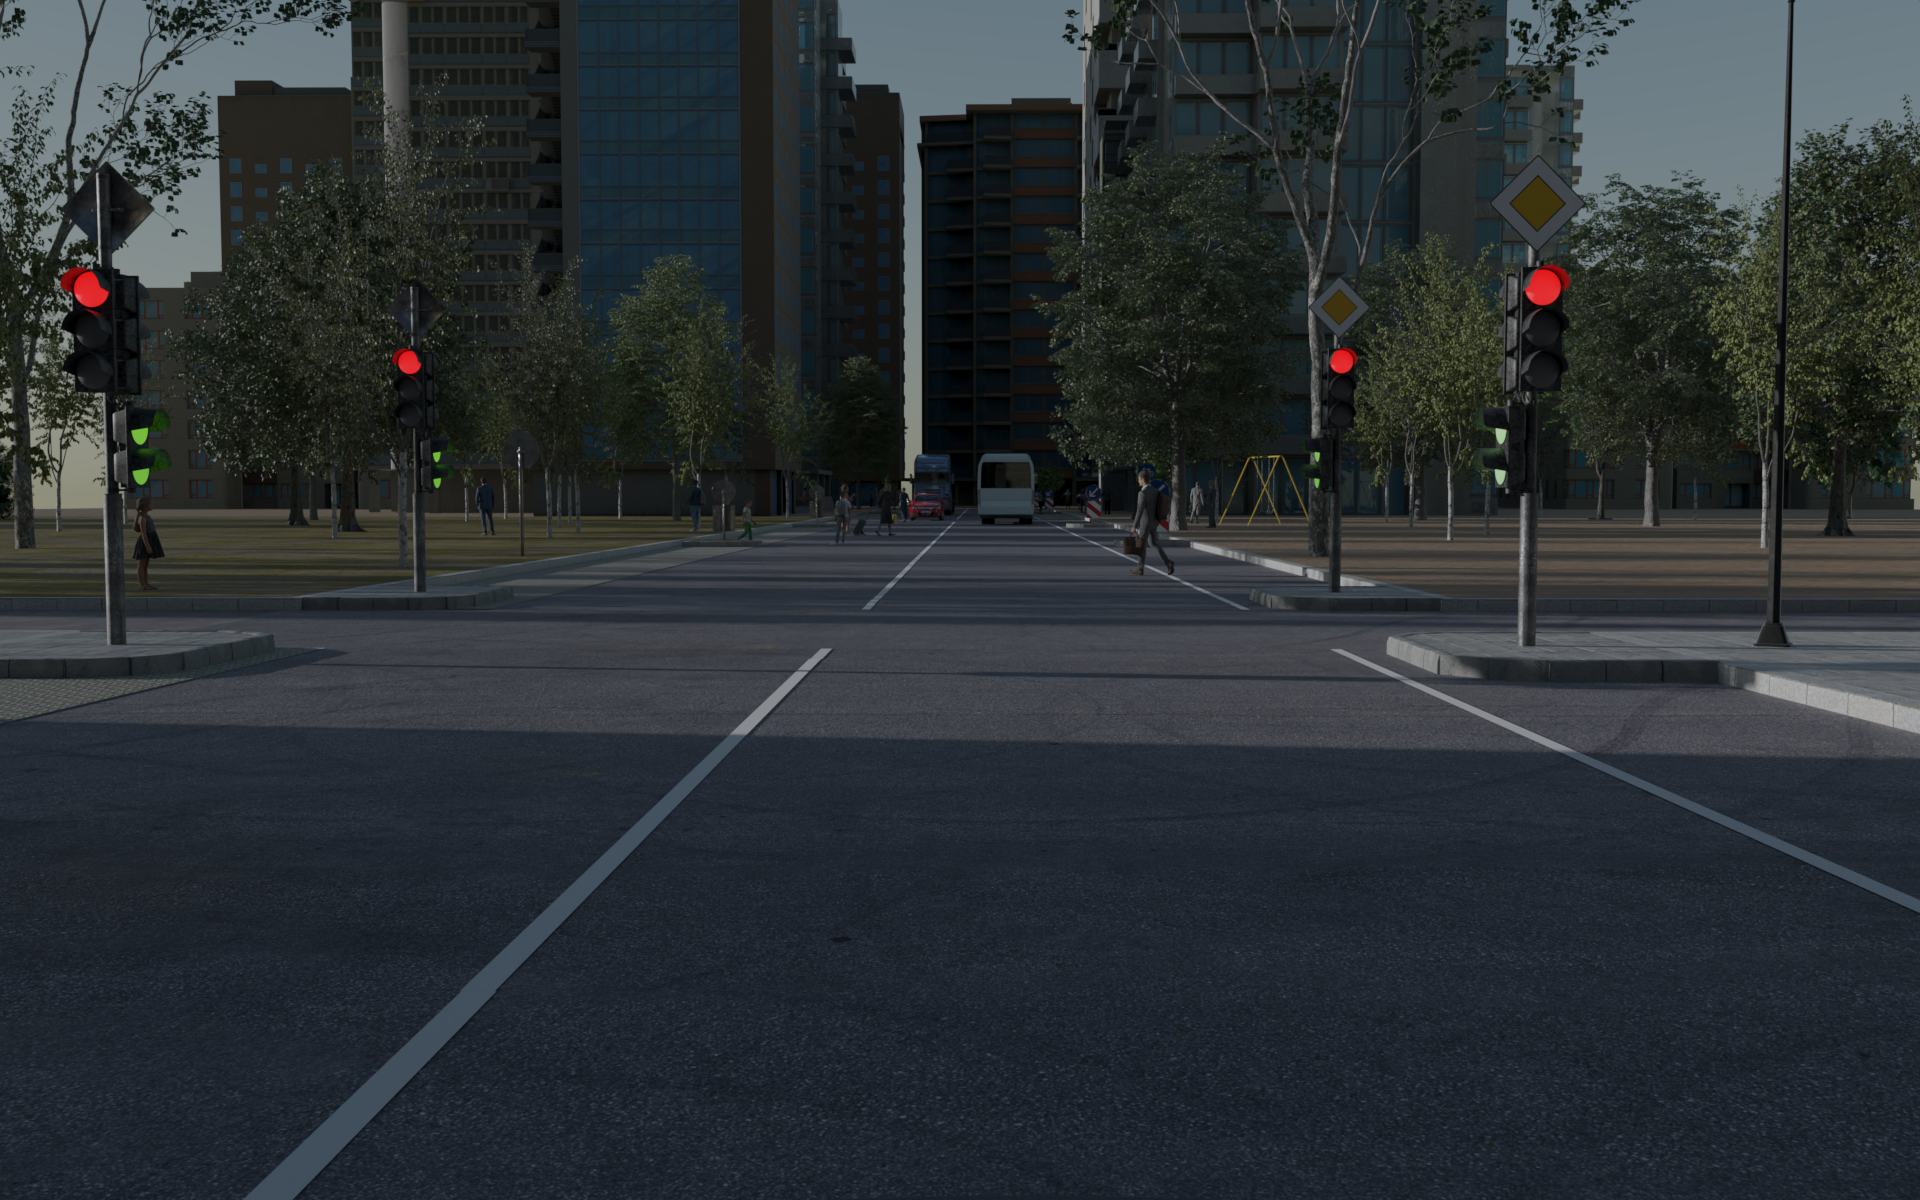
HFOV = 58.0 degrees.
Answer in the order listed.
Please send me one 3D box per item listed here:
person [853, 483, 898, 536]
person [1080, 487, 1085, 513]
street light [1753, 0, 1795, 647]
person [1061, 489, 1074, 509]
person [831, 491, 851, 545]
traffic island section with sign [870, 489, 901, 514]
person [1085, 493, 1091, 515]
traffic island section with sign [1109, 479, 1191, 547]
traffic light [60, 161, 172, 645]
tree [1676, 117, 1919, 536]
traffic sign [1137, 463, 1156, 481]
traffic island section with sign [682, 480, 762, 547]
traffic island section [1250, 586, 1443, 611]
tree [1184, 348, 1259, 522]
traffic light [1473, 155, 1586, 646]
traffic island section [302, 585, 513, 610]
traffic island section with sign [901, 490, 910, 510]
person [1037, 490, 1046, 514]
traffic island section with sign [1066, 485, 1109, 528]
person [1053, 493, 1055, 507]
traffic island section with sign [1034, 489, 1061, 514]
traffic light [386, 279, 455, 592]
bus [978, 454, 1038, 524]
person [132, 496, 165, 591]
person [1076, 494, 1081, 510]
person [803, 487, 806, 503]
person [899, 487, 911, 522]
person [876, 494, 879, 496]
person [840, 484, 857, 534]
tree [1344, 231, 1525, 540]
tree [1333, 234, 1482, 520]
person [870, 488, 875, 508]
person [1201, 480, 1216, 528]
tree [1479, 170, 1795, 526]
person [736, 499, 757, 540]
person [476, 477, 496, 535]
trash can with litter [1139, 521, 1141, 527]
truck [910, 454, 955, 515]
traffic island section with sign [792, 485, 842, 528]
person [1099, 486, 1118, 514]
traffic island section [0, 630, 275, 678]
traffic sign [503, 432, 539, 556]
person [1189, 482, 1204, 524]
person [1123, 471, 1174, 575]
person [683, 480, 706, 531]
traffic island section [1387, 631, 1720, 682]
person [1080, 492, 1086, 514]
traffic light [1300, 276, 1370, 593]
[{"bbox_3d":[-2.891,-3.116,59.670,1.509,1.804,0.699,1,4,12],"label":"person"},{"bbox_3d":[8.449,-6.831,118.173,0.568,1.767,0.683,-1,4,-12],"label":"person"},{"bbox_3d":[6.338,-2.566,14.492,1.470,5.913,1.316,0,4,1],"label":"street light"},{"bbox_3d":[9.574,-8.962,153.299,1.217,1.736,0.721,0,4,-1],"label":"person"},{"bbox_3d":[-3.351,-2.305,48.785,0.503,1.515,0.523,-3,4,-39],"label":"person"},{"bbox_3d":[-5.447,-7.094,124.618,1.989,1.847,2.006,0,4,1],"label":"traffic island section with sign"},{"bbox_3d":[7.976,-6.117,107.533,0.415,1.643,0.593,2,4,33],"label":"person"},{"bbox_3d":[5.259,-2.389,47.694,1.989,1.847,2.006,0,4,1],"label":"traffic island section with sign"},{"bbox_3d":[-7.187,-1.575,14.679,0.839,4.253,0.868,0,4,1],"label":"traffic light"},{"bbox_3d":[27.046,-8.311,52.886,9.611,12.733,9.660,0,3,0],"label":"tree"},{"bbox_3d":[7.537,-4.281,70.097,0.768,2.556,0.104,0,4,2],"label":"traffic sign"},{"bbox_3d":[-6.465,-2.371,47.395,1.989,1.847,2.006,0,4,1],"label":"traffic island section with sign"},{"bbox_3d":[4.919,-0.022,22.636,2.009,0.180,2.903,0,4,1],"label":"traffic island section"},{"bbox_3d":[11.731,-7.859,78.853,4.360,8.622,3.978,0,3,0],"label":"tree"},{"bbox_3d":[4.774,-1.567,14.538,0.839,4.253,0.868,0,4,1],"label":"traffic light"},{"bbox_3d":[-7.121,-0.032,22.798,2.009,0.180,2.903,0,4,1],"label":"traffic island section"},{"bbox_3d":[-5.091,-8.762,151.882,1.989,1.847,2.006,0,4,1],"label":"traffic island section with sign"},{"bbox_3d":[5.686,-6.828,120.932,0.721,1.735,1.217,2,4,29],"label":"person"},{"bbox_3d":[5.604,-4.039,74.664,1.989,1.847,2.006,0,4,1],"label":"traffic island section with sign"},{"bbox_3d":[8.943,-9.556,165.543,0.557,1.426,1.065,-1,4,-15],"label":"person"},{"bbox_3d":[6.265,-7.080,124.381,1.989,1.847,2.006,0,4,1],"label":"traffic island section with sign"},{"bbox_3d":[-7.081,-2.064,22.663,0.839,4.253,0.868,0,4,1],"label":"traffic light"},{"bbox_3d":[2.369,-5.545,85.517,2.948,3.499,13.247,0,4,2],"label":"bus"},{"bbox_3d":[-10.778,-0.752,23.001,0.373,1.253,0.362,0,4,-7],"label":"person"},{"bbox_3d":[9.749,-8.028,140.496,0.628,1.438,0.799,0,4,-7],"label":"person"},{"bbox_3d":[-12.578,-8.180,139.789,0.705,1.824,1.348,0,4,-4],"label":"person"},{"bbox_3d":[-2.800,-4.836,87.987,0.534,1.772,0.576,3,5,42],"label":"person"},{"bbox_3d":[-7.460,-9.570,163.305,1.217,1.735,0.721,-2,4,-27],"label":"person"},{"bbox_3d":[-3.954,-3.220,61.501,0.532,1.782,0.716,-1,4,-22],"label":"person"},{"bbox_3d":[13.559,-5.964,47.876,4.737,8.622,4.395,0,3,0],"label":"tree"},{"bbox_3d":[22.445,-10.872,84.414,9.857,13.997,8.962,0,3,0],"label":"tree"},{"bbox_3d":[-7.955,-9.201,156.462,0.705,1.826,1.348,-1,4,-15],"label":"person"},{"bbox_3d":[9.460,-3.640,65.739,0.590,1.801,0.661,-1,4,-9],"label":"person"},{"bbox_3d":[27.631,-9.898,68.491,9.857,13.997,8.962,0,3,0],"label":"tree"},{"bbox_3d":[-6.035,-2.207,48.838,0.590,1.304,0.306,0,4,-5],"label":"person"},{"bbox_3d":[-14.713,-2.910,53.798,0.721,1.800,0.419,-3,5,-40],"label":"person"},{"bbox_3d":[7.249,-3.426,67.403,0.624,1.170,1.055,1,4,11],"label":"trash can with litter"},{"bbox_3d":[-1.736,-8.153,123.066,2.967,4.110,18.799,0,4,1],"label":"truck"},{"bbox_3d":[-6.119,-4.026,74.448,1.989,1.847,2.006,0,4,1],"label":"traffic island section with sign"},{"bbox_3d":[9.349,-6.320,109.513,1.348,1.807,0.705,3,4,36],"label":"person"},{"bbox_3d":[-7.226,0.457,14.814,2.009,0.180,2.903,0,4,1],"label":"traffic island section"},{"bbox_3d":[-9.017,-2.170,35.590,0.768,2.556,0.104,0,4,8],"label":"traffic sign"},{"bbox_3d":[10.298,-4.231,75.334,0.709,1.813,0.853,2,4,26],"label":"person"},{"bbox_3d":[3.331,-1.344,30.442,0.822,1.834,0.622,2,4,33],"label":"person"},{"bbox_3d":[-9.113,-3.256,59.634,0.721,1.781,0.623,2,4,30],"label":"person"},{"bbox_3d":[4.814,0.467,14.651,2.009,0.180,2.903,0,4,1],"label":"traffic island section"},{"bbox_3d":[8.128,-6.342,112.964,0.697,1.427,0.421,-1,4,-14],"label":"person"},{"bbox_3d":[4.879,-2.055,22.522,0.839,4.253,0.868,0,4,1],"label":"traffic light"}]
